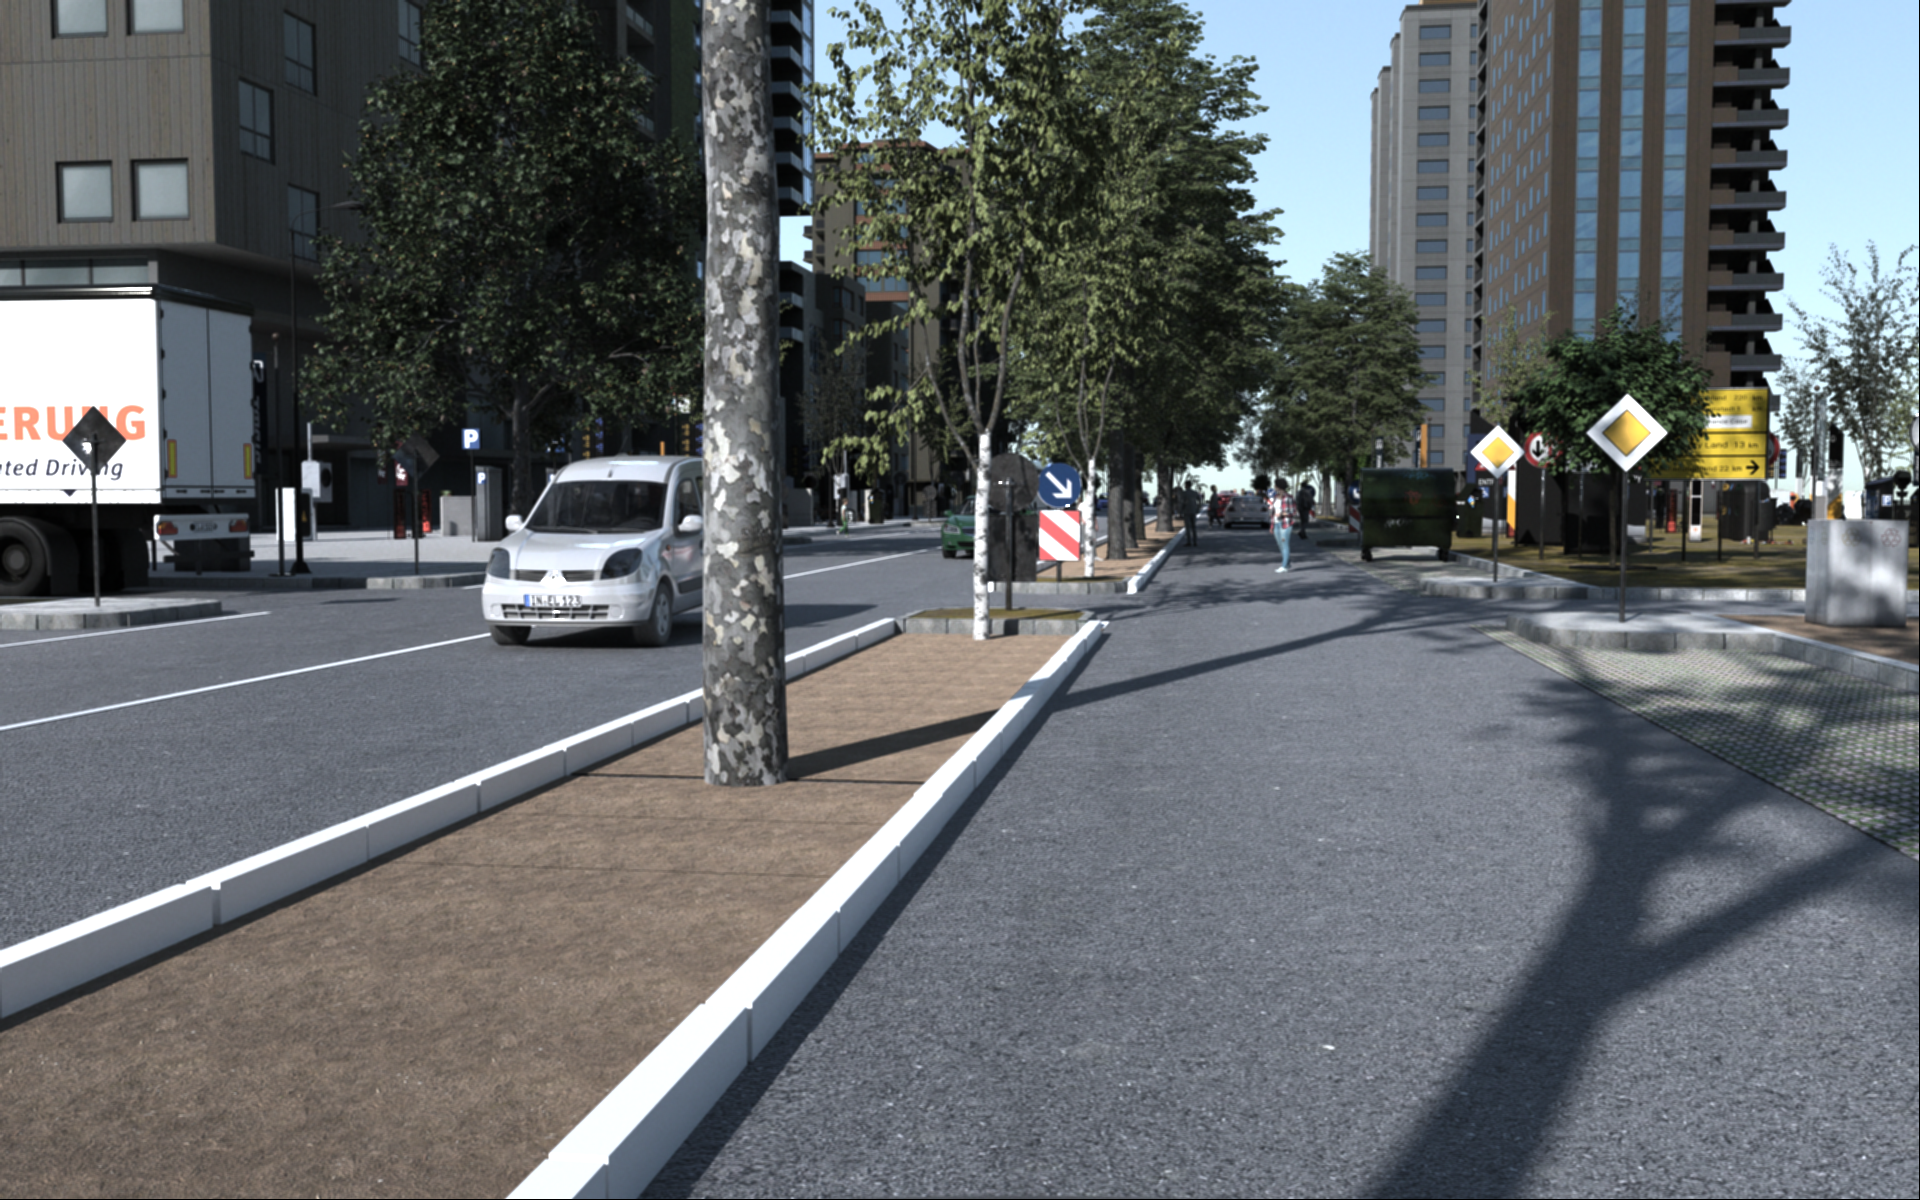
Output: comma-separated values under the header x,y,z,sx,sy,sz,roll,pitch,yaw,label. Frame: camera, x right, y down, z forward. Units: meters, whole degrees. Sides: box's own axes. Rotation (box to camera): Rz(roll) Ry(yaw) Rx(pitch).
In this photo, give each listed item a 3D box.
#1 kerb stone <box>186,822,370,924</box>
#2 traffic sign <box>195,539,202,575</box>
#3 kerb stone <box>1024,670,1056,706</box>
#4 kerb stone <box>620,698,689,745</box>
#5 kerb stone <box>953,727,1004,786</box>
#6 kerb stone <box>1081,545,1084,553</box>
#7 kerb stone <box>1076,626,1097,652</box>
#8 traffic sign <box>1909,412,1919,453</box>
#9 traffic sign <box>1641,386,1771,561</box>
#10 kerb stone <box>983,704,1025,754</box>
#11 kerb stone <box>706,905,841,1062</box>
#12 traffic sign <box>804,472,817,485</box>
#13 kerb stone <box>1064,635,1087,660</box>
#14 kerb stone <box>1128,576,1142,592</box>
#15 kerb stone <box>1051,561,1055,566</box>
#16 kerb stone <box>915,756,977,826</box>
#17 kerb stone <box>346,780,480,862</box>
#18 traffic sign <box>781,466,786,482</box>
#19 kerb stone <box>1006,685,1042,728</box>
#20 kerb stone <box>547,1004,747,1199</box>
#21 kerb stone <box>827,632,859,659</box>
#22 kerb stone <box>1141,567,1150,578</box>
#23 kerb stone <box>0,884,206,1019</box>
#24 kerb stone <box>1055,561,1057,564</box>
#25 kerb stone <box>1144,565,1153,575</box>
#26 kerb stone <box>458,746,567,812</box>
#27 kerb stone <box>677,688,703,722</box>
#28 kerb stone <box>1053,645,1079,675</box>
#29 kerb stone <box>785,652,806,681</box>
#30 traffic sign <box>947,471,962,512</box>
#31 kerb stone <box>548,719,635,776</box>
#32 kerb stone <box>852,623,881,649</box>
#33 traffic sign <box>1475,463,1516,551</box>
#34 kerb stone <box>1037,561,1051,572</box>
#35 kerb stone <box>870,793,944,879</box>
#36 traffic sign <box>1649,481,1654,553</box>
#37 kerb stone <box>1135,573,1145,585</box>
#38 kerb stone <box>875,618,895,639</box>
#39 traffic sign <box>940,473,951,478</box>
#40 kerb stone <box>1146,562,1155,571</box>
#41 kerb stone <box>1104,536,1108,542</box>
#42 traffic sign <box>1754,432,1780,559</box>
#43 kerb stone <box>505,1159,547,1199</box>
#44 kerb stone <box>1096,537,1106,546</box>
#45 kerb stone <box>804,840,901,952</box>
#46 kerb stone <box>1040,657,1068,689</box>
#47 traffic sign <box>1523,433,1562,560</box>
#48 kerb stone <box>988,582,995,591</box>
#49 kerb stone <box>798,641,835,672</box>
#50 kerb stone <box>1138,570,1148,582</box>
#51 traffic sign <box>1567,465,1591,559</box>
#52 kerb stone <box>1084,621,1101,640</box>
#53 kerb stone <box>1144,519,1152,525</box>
x,y,z,sx,sy,sz,roll,pitch,yaw,label
-2.429,0.977,6.223,0.120,0.150,1.000,1,4,8,kerb stone
-12.039,-1.664,27.318,0.768,2.556,0.104,1,4,10,traffic sign
0.540,0.625,11.979,0.120,0.150,1.000,1,4,8,kerb stone
-1.831,0.731,10.276,0.120,0.150,1.000,1,4,8,kerb stone
0.090,0.812,8.923,0.120,0.150,1.000,1,4,8,kerb stone
3.235,-1.351,44.333,0.120,0.150,1.000,1,4,8,kerb stone
1.147,0.379,16.052,0.120,0.150,1.000,1,4,8,kerb stone
14.014,-1.515,24.882,0.768,2.556,0.104,1,4,14,traffic sign
14.203,-2.397,33.068,2.265,3.308,0.079,1,4,13,traffic sign
0.242,0.750,9.940,0.120,0.150,1.000,1,4,8,kerb stone
-0.510,1.060,4.870,0.120,0.150,1.000,1,4,8,kerb stone
-6.807,-4.700,78.979,0.606,2.300,0.079,1,4,9,traffic sign
0.986,0.439,15.034,0.120,0.150,1.000,1,4,8,kerb stone
2.586,-0.218,25.759,0.120,0.150,1.000,1,4,8,kerb stone
1.719,-0.733,34.198,0.120,0.150,1.000,1,4,8,kerb stone
-0.064,0.875,7.912,0.120,0.150,1.000,1,4,8,kerb stone
-2.286,0.919,7.236,0.120,0.150,1.000,1,4,8,kerb stone
-8.167,-4.747,77.715,0.768,2.556,0.104,1,4,10,traffic sign
0.392,0.687,10.956,0.120,0.150,1.000,1,4,8,kerb stone
-0.667,1.122,3.859,0.120,0.150,1.000,1,4,8,kerb stone
-1.083,0.420,15.336,0.120,0.150,1.000,1,4,8,kerb stone
3.038,-0.403,28.794,0.120,0.150,1.000,1,4,8,kerb stone
-2.585,1.040,5.196,0.120,0.150,1.000,1,4,8,kerb stone
1.879,-0.796,35.207,0.120,0.150,1.000,1,4,8,kerb stone
3.193,-0.465,29.804,0.120,0.150,1.000,1,4,8,kerb stone
-2.131,0.855,8.250,0.120,0.150,1.000,1,4,8,kerb stone
-1.672,0.668,11.286,0.120,0.150,1.000,1,4,8,kerb stone
0.843,0.501,14.012,0.120,0.150,1.000,1,4,8,kerb stone
-1.377,0.543,13.311,0.120,0.150,1.000,1,4,8,kerb stone
-0.315,-6.053,98.968,0.884,2.594,0.081,1,4,11,traffic sign
-1.979,0.791,9.264,0.120,0.150,1.000,1,4,8,kerb stone
-0.924,0.358,16.350,0.120,0.150,1.000,1,4,8,kerb stone
11.984,-2.374,38.825,0.884,2.594,0.081,1,4,15,traffic sign
1.580,-0.670,33.181,0.120,0.150,1.000,1,4,8,kerb stone
-0.210,0.941,6.901,0.120,0.150,1.000,1,4,8,kerb stone
15.017,-2.299,37.588,0.884,2.594,0.081,1,4,18,traffic sign
2.735,-0.280,26.770,0.120,0.150,1.000,1,4,8,kerb stone
-0.781,0.296,17.363,0.120,0.150,1.000,1,4,8,kerb stone
-0.856,-6.228,101.936,0.768,2.556,0.104,1,4,12,traffic sign
3.339,-0.528,30.823,0.120,0.150,1.000,1,4,8,kerb stone
4.127,-1.722,50.401,0.120,0.150,1.000,1,4,8,kerb stone
15.805,-2.092,34.313,0.768,2.556,0.104,1,4,12,traffic sign
-0.813,1.184,2.843,0.120,0.150,1.000,1,4,8,kerb stone
3.988,-1.663,49.387,0.120,0.150,1.000,1,4,8,kerb stone
-0.360,1.001,5.889,0.120,0.150,1.000,1,4,8,kerb stone
0.689,0.569,12.991,0.120,0.150,1.000,1,4,8,kerb stone
11.363,-2.059,33.769,0.768,2.556,0.104,1,4,10,traffic sign
0.509,-0.236,26.059,0.120,0.150,1.000,1,4,8,kerb stone
-1.224,0.482,14.322,0.120,0.150,1.000,1,4,8,kerb stone
2.896,-0.339,27.779,0.120,0.150,1.000,1,4,8,kerb stone
12.182,-1.947,33.970,0.606,2.300,0.079,1,4,13,traffic sign
1.298,0.314,17.069,0.120,0.150,1.000,1,4,8,kerb stone
9.099,-3.770,83.837,0.120,0.150,1.000,1,4,8,kerb stone
